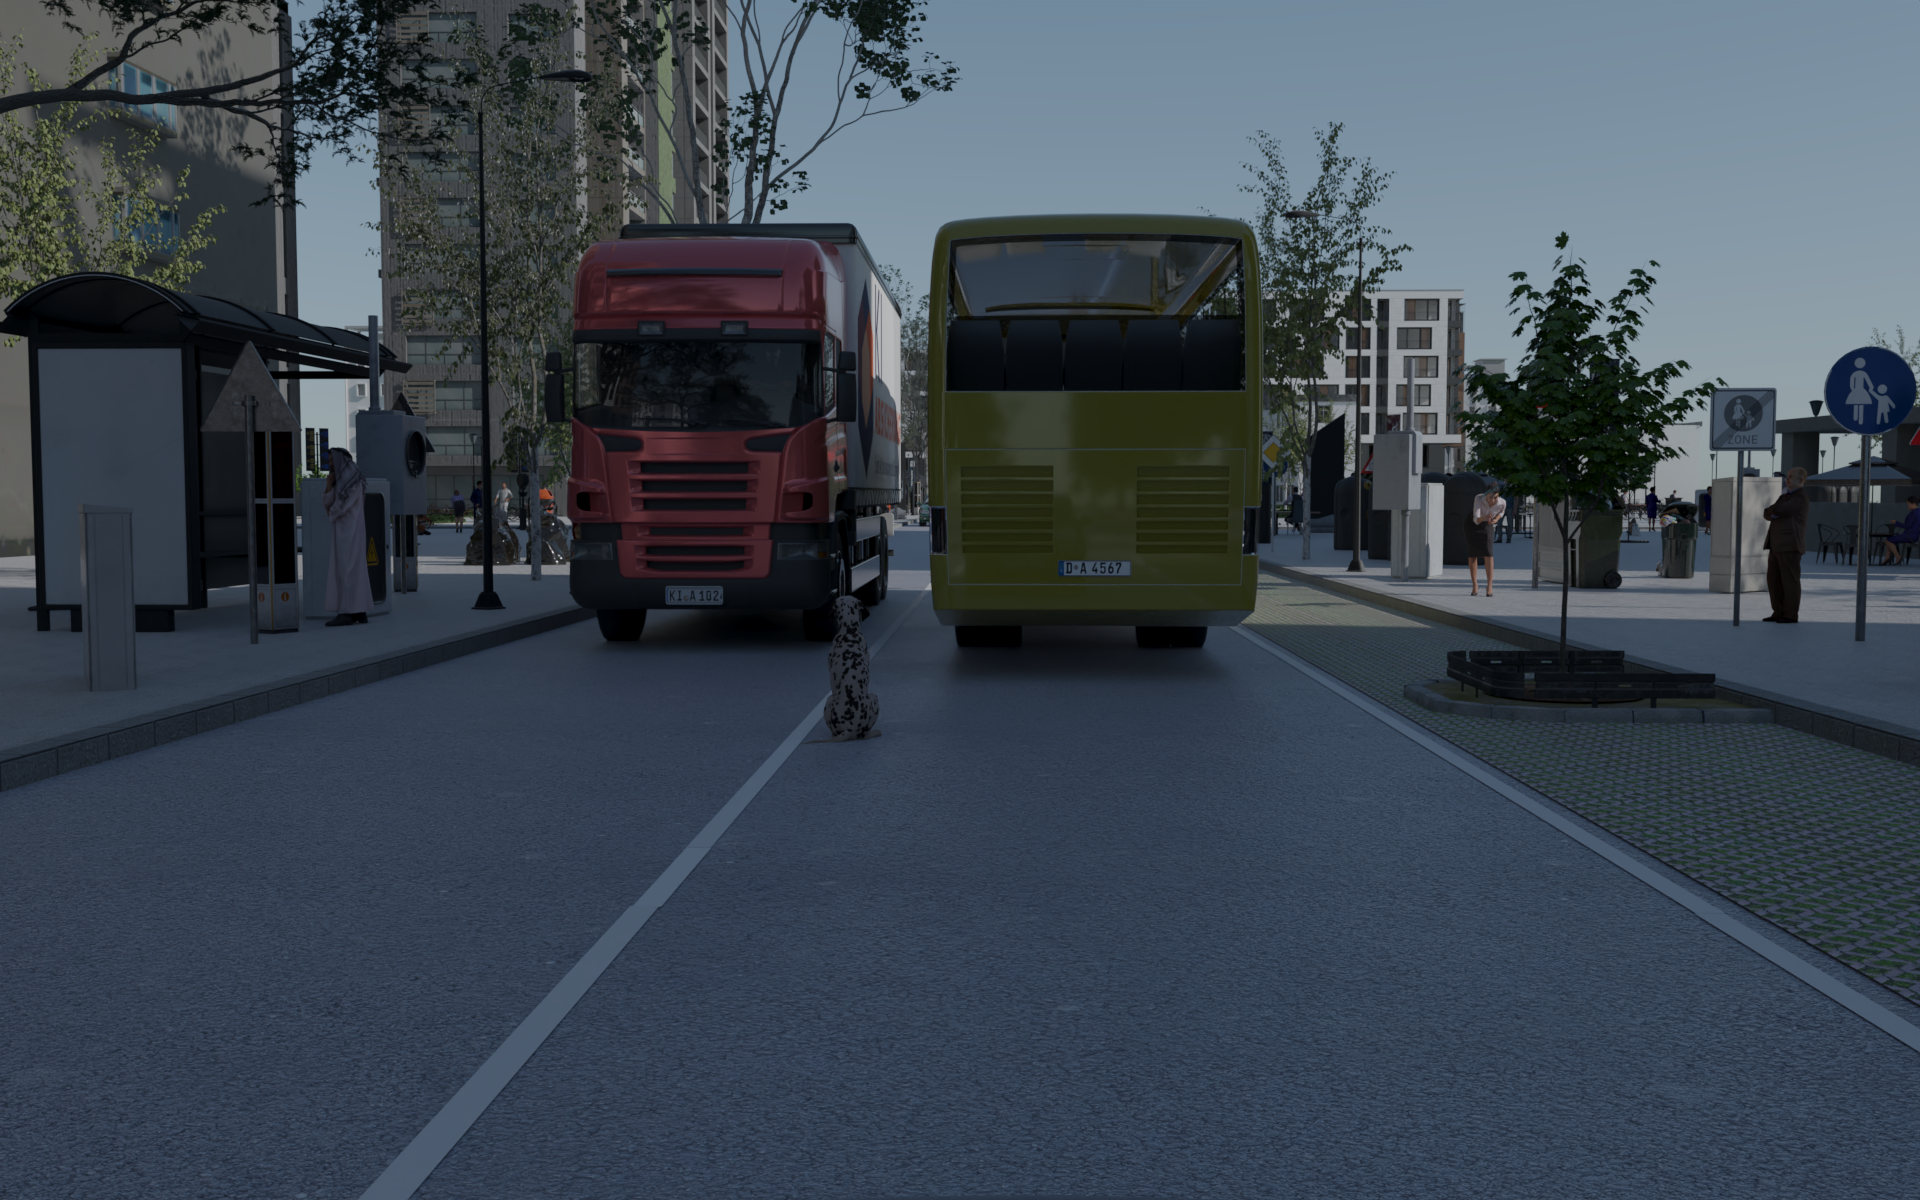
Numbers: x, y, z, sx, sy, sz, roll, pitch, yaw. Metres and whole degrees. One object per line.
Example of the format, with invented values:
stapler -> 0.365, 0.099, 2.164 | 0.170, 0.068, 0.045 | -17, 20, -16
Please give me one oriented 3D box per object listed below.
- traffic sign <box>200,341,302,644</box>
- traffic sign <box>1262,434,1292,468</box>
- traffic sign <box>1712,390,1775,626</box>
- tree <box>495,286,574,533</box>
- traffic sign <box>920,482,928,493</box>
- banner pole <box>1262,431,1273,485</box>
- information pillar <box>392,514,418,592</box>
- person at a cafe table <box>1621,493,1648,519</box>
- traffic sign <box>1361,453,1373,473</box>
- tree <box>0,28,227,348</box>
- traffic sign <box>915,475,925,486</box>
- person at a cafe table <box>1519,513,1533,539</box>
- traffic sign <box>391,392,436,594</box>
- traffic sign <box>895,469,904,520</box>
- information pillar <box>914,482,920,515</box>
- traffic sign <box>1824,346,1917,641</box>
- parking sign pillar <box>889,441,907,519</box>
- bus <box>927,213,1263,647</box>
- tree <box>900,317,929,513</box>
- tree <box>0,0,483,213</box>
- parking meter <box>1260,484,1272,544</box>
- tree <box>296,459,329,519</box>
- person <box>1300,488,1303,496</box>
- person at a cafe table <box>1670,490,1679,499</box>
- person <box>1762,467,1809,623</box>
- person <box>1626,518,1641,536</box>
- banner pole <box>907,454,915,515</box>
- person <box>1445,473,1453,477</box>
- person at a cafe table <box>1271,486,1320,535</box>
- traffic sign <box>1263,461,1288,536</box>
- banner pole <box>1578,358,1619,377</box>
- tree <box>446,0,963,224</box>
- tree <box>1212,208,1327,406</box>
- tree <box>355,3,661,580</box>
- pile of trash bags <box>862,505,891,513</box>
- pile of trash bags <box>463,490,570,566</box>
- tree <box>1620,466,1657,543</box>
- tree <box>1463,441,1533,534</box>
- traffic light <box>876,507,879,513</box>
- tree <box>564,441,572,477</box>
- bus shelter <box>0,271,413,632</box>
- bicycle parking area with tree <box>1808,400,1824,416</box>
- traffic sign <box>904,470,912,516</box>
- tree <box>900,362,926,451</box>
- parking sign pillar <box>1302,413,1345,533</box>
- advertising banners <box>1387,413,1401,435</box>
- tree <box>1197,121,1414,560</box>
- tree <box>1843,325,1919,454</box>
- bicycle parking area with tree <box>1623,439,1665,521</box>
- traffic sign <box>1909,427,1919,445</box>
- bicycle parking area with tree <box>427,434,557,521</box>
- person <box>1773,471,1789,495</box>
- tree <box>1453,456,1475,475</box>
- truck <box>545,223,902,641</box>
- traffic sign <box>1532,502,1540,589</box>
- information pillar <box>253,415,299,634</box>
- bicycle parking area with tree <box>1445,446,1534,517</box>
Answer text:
traffic sign -> -6.040, -0.902, 14.754 | 0.884, 2.594, 0.081 | 0, 4, 3
traffic sign -> 6.943, -2.359, 38.300 | 0.795, 2.593, 0.064 | 0, 4, 2
traffic sign -> 7.542, -0.895, 16.759 | 0.606, 2.300, 0.079 | 0, 4, 5
tree -> -13.104, -6.548, 57.418 | 4.737, 8.622, 4.395 | 0, 3, 0
traffic sign -> -2.945, -8.329, 136.187 | 0.884, 2.594, 0.081 | 0, 4, 6
banner pole -> 10.538, -4.320, 60.646 | 0.863, 3.779, 0.401 | 1, 4, 11
information pillar -> -7.295, -1.117, 22.752 | 0.304, 2.012, 0.304 | -1, 4, -15
person at a cafe table -> 35.402, -5.065, 91.333 | 1.622, 1.524, 1.698 | 0, 4, -1
traffic sign -> 10.760, -2.727, 44.597 | 0.884, 2.594, 0.081 | 1, 4, 11
tree -> -14.248, -4.720, 27.531 | 4.737, 8.622, 4.395 | 0, 3, 0
traffic sign -> -2.662, -6.975, 114.146 | 0.768, 2.556, 0.104 | 0, 4, 4
person at a cafe table -> 17.167, -2.550, 50.204 | 1.622, 1.524, 1.698 | 1, 4, 10
traffic sign -> -7.134, -1.355, 22.153 | 0.884, 2.594, 0.081 | 0, 4, 8
traffic sign -> -3.107, -5.153, 84.355 | 0.768, 2.556, 0.104 | 1, 4, 10
information pillar -> -2.618, -6.198, 105.828 | 0.304, 2.012, 0.304 | 2, 4, 32
traffic sign -> 7.856, -0.913, 15.039 | 0.768, 2.556, 0.104 | 0, 4, 5
parking sign pillar -> -3.437, -6.110, 88.378 | 1.447, 3.967, 1.447 | -1, 4, -9
bus -> 1.236, -1.683, 19.056 | 2.896, 3.916, 12.252 | 0, 4, 2
tree -> -2.951, -12.776, 119.260 | 12.009, 13.543, 11.850 | 0, 3, 0
tree -> -5.561, -4.574, 9.194 | 7.601, 10.594, 8.767 | -1, 4, -10
parking meter -> 7.888, -2.234, 44.939 | 0.372, 1.533, 0.369 | 0, 3, 0
tree -> -32.531, -5.687, 87.580 | 1.663, 3.219, 1.824 | 0, 3, 0
person -> 25.545, -7.465, 128.783 | 0.565, 1.739, 0.600 | 3, 5, 41
person at a cafe table -> 42.375, -5.724, 102.108 | 1.622, 1.524, 1.698 | -1, 4, -21
person -> 8.192, -0.543, 17.187 | 0.388, 1.546, 0.482 | 0, 4, 6
person -> 20.696, -2.241, 53.165 | 0.381, 0.543, 0.357 | -2, 4, -25
banner pole -> -3.069, -7.235, 108.309 | 0.401, 3.779, 0.863 | 3, 5, 39
person -> 10.525, -1.869, 37.314 | 0.504, 1.737, 0.576 | 1, 4, 23
person at a cafe table -> 10.445, -2.808, 54.422 | 1.698, 1.524, 1.622 | 0, 4, -8
traffic sign -> 9.594, -3.220, 52.756 | 0.768, 2.556, 0.104 | 0, 4, 6
banner pole -> 10.312, -2.339, 28.263 | 0.863, 3.779, 0.401 | 1, 4, 16
tree -> -5.503, -11.282, 40.357 | 12.611, 20.169, 13.585 | 0, 3, 0
tree -> 7.139, -5.735, 44.125 | 4.360, 8.622, 3.978 | 0, 3, 0
tree -> -6.530, -4.592, 25.434 | 4.360, 8.622, 3.978 | 0, 3, 0
pile of trash bags -> -3.971, -4.225, 78.838 | 1.912, 1.369, 3.447 | 1, 4, 22
pile of trash bags -> -8.157, -1.399, 32.634 | 1.912, 1.369, 3.447 | 0, 4, -3
tree -> 17.757, -3.124, 45.674 | 1.663, 3.219, 1.824 | 0, 3, 0
tree -> 17.975, -4.418, 55.956 | 4.285, 4.588, 4.351 | 0, 3, 0
traffic light -> -3.325, -4.945, 69.766 | 0.839, 4.253, 0.868 | 0, 4, 2
tree -> -16.218, -5.793, 78.433 | 4.285, 4.588, 4.351 | 0, 3, 0
bus shelter -> -7.794, -1.506, 18.550 | 2.014, 3.302, 5.546 | 0, 4, 2
bicycle parking area with tree -> 28.624, -4.091, 53.884 | 8.231, 4.147, 9.016 | 0, 4, -3
traffic sign -> -2.903, -5.518, 90.326 | 0.768, 2.556, 0.104 | 0, 4, 5
tree -> -3.971, -8.977, 97.135 | 4.360, 8.622, 3.978 | 0, 3, 0
parking sign pillar -> 12.100, -4.230, 57.629 | 1.447, 3.967, 1.447 | 0, 4, 0
advertising banners -> 9.731, -2.506, 37.166 | 0.090, 3.025, 2.074 | -1, 4, -20
tree -> 6.566, -5.104, 33.805 | 4.737, 8.622, 4.395 | 0, 3, 0
tree -> 40.288, -7.602, 74.656 | 4.737, 8.622, 4.395 | 0, 3, 0
bicycle parking area with tree -> 35.214, -5.950, 84.289 | 8.231, 4.147, 9.016 | -1, 4, -22
traffic sign -> 10.674, -1.142, 18.684 | 0.884, 2.594, 0.081 | 0, 4, 4
bicycle parking area with tree -> -23.799, -5.993, 84.981 | 9.016, 4.147, 8.231 | 0, 4, 2
person -> 16.556, -1.732, 35.026 | 0.621, 1.740, 0.551 | 1, 4, 20
tree -> 22.506, -4.959, 75.687 | 1.663, 3.219, 1.824 | 0, 3, 0
truck -> -2.238, -1.917, 20.262 | 2.839, 4.237, 11.283 | 0, 4, 1
traffic sign -> 7.818, -1.429, 23.467 | 0.768, 2.556, 0.104 | 1, 4, 10
information pillar -> -6.337, -0.702, 15.978 | 0.304, 2.012, 0.304 | 2, 4, 30
bicycle parking area with tree -> 29.568, -6.955, 100.719 | 9.016, 4.147, 8.231 | 0, 4, 7
